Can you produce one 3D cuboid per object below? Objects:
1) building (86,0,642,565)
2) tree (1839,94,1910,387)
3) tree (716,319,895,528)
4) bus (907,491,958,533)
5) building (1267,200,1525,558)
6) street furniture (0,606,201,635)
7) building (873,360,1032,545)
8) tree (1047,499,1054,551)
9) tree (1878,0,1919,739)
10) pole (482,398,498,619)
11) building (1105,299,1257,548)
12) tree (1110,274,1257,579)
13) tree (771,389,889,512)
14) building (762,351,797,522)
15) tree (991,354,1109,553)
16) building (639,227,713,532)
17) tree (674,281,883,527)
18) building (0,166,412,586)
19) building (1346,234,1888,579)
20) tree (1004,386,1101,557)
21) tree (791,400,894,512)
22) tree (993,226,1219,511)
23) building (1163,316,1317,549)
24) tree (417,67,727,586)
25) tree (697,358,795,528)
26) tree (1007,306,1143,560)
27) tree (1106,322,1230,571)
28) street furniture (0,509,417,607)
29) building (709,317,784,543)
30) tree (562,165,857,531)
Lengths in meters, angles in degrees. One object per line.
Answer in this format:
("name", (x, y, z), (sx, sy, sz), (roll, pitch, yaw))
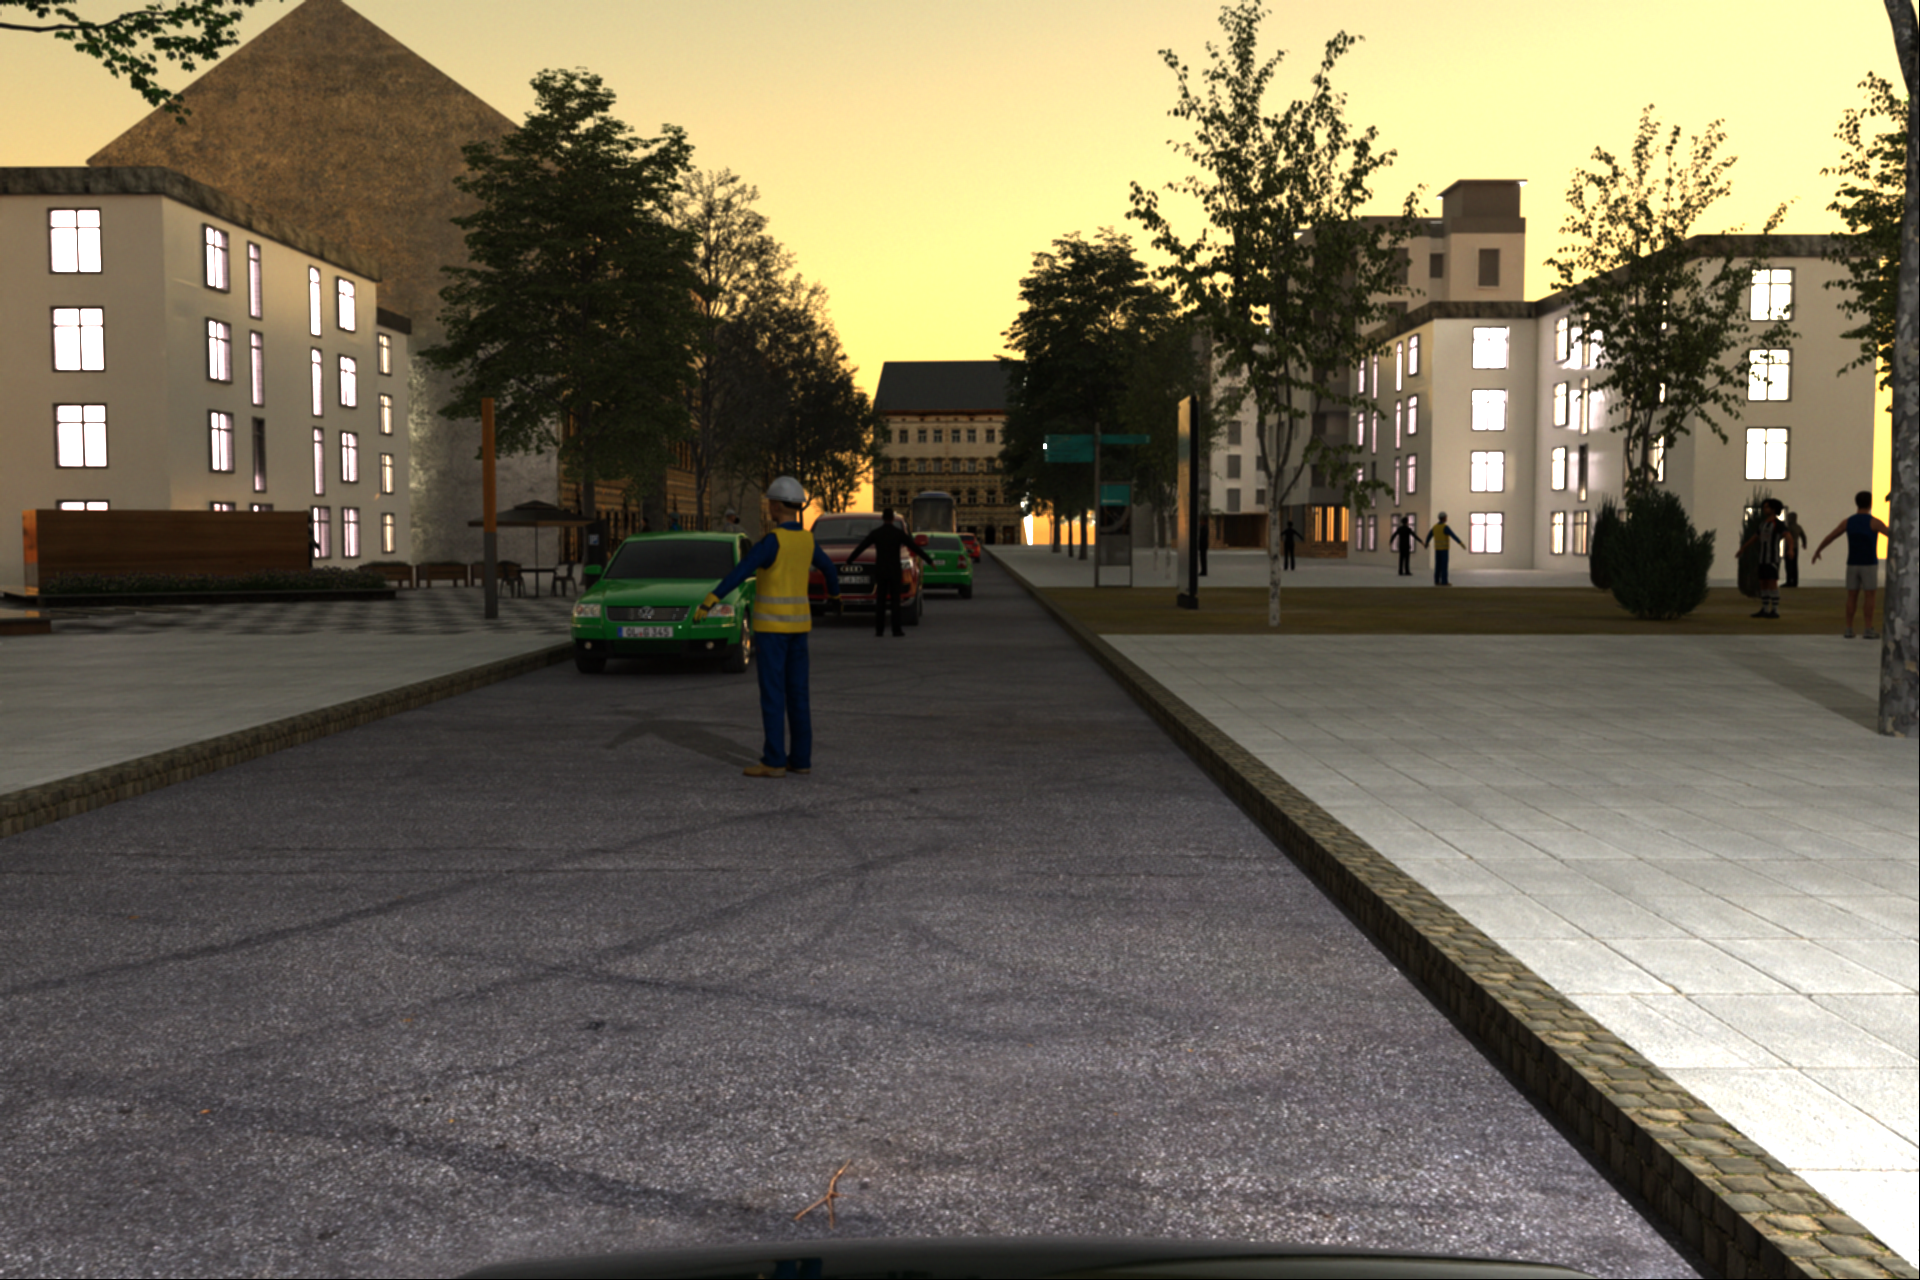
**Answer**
("building", (-25.634, -15.197, 79.394), (19.493, 23.208, 18.063), (0, 3, 0))
("tree", (21.481, -7.137, 34.811), (7.486, 12.596, 7.792), (0, 3, 0))
("tree", (-8.817, -11.409, 96.910), (12.009, 13.543, 11.850), (0, 3, 0))
("bus", (-1.471, -6.828, 103.186), (2.896, 3.916, 12.251), (0, 4, 1))
("building", (23.941, -15.184, 104.673), (16.016, 20.090, 11.380), (0, 4, 0))
("street furniture", (-17.021, -0.961, 22.568), (9.812, 1.723, 11.010), (3, 5, 43))
("building", (-0.590, -23.534, 218.169), (18.063, 23.208, 19.493), (0, 4, 6))
("tree", (6.546, -10.922, 128.933), (4.360, 8.622, 3.978), (0, 3, 0))
("tree", (7.539, -9.433, 10.114), (12.611, 20.169, 13.585), (0, 3, 0))
("pole", (-7.068, -1.969, 26.033), (0.158, 3.312, 0.155), (0, 3, 0))
("building", (24.043, -20.753, 170.242), (19.493, 23.208, 18.063), (0, 4, 1))
("tree", (5.863, -6.054, 49.338), (4.360, 8.622, 3.978), (0, 3, 0))
("tree", (-8.408, -11.313, 110.727), (9.928, 11.665, 9.643), (0, 3, 0))
("building", (-27.236, -19.324, 182.401), (16.747, 18.905, 31.486), (0, 4, 1))
("tree", (6.558, -12.949, 118.369), (9.857, 13.997, 8.962), (0, 3, 0))
("building", (-24.993, -16.492, 100.573), (19.493, 23.208, 18.063), (0, 4, -1))
("tree", (-8.876, -10.611, 83.856), (12.009, 13.543, 11.850), (0, 3, 0))
("building", (-22.431, -6.830, 53.822), (9.099, 9.664, 28.070), (0, 4, 1))
("building", (21.498, -7.372, 62.686), (9.099, 9.664, 28.070), (0, 4, 0))
("tree", (5.858, -9.872, 95.821), (7.601, 10.594, 8.767), (-2, 4, -28))
("tree", (-8.765, -12.376, 128.096), (9.928, 11.665, 9.643), (0, 3, 0))
("tree", (6.217, -10.114, 72.025), (9.857, 13.997, 8.962), (0, 3, 0))
("building", (23.751, -18.419, 157.578), (16.016, 20.090, 11.380), (0, 3, 0))
("tree", (-9.512, -7.654, 43.277), (7.486, 12.596, 7.792), (0, 3, 0))
("tree", (-9.346, -7.401, 71.363), (4.360, 8.622, 3.978), (0, 3, 0))
("tree", (6.098, -10.267, 85.984), (7.486, 12.596, 7.792), (0, 3, 0))
("tree", (7.015, -6.717, 60.191), (4.737, 8.622, 4.395), (0, 3, 0))
("street furniture", (-14.343, -1.649, 33.813), (11.010, 1.723, 9.812), (-2, 4, -35))
("building", (-26.016, -19.821, 155.008), (19.493, 23.208, 18.063), (0, 4, 1))
("tree", (-8.634, -9.012, 57.714), (12.009, 13.543, 11.850), (0, 3, 0))
